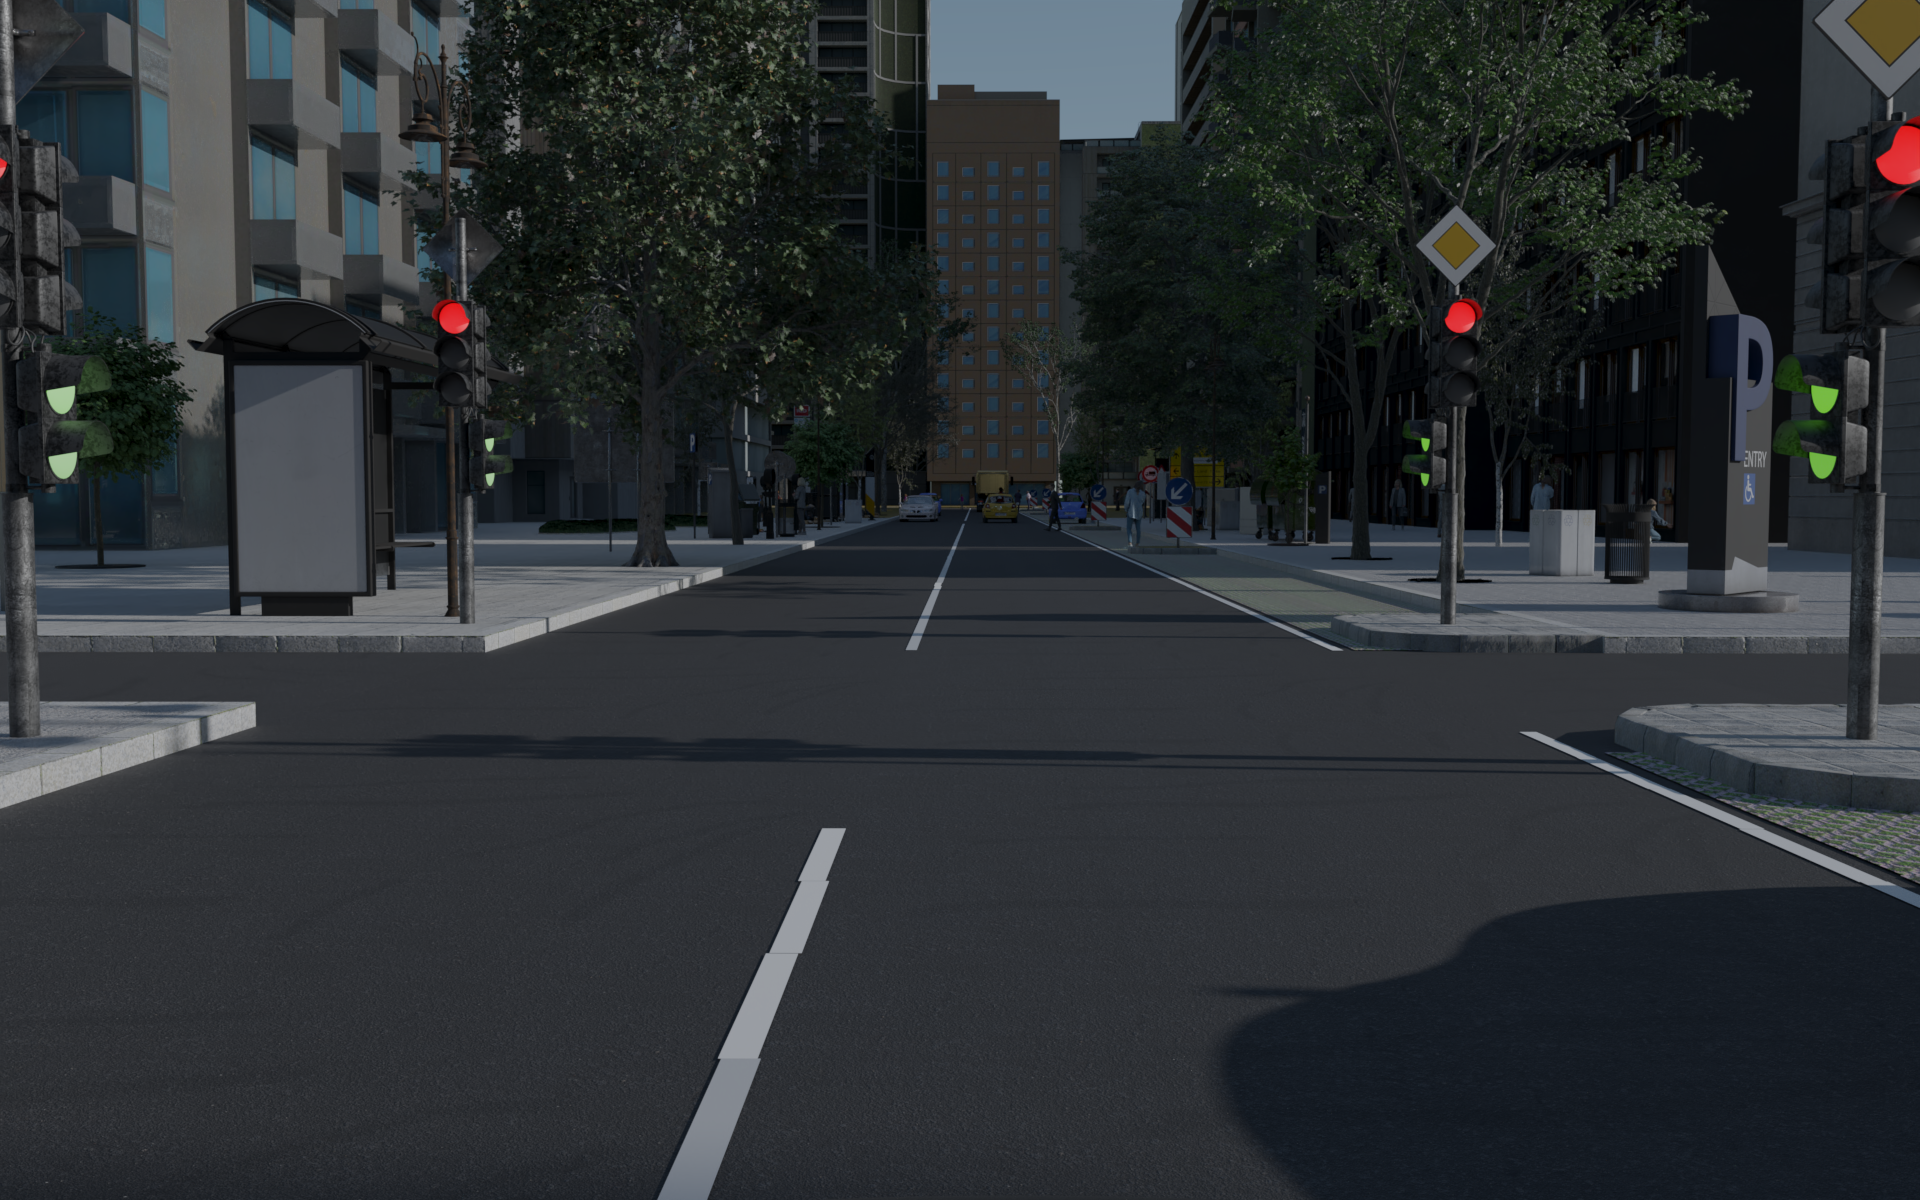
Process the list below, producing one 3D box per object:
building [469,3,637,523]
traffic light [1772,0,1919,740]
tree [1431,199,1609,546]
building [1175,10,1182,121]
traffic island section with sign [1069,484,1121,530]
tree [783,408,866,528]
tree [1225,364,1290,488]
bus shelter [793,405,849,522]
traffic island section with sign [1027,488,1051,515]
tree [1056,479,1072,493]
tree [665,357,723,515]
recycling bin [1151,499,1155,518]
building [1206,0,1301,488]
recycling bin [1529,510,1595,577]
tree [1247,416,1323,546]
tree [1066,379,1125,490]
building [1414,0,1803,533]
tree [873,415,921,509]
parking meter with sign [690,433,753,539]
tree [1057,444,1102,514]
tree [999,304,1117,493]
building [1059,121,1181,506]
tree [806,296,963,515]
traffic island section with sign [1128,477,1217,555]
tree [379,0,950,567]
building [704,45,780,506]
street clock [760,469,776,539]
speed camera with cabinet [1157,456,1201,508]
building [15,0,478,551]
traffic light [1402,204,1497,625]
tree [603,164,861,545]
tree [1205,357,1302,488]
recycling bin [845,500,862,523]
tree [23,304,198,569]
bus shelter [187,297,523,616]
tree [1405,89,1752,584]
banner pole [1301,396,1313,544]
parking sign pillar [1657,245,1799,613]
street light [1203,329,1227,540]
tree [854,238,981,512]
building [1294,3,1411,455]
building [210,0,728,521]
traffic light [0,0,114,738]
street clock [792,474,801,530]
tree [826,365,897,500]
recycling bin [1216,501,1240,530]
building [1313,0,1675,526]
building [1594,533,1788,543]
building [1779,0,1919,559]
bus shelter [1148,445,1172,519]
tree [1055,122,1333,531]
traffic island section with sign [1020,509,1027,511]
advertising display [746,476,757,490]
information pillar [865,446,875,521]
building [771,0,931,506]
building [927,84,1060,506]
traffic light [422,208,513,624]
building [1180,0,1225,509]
[{"bbox_3d":[-23.603,-24.306,80.990,14.154,41.232,14.086,0,4,1],"label":"building"},{"bbox_3d":[4.720,-1.227,8.988,0.839,4.253,0.868,0,4,1],"label":"traffic light"},{"bbox_3d":[13.216,-5.603,41.972,4.360,8.622,3.978,0,3,0],"label":"tree"},{"bbox_3d":[39.227,-39.989,195.811,28.212,58.520,21.231,0,4,1],"label":"building"},{"bbox_3d":[5.329,-3.670,68.638,1.989,1.847,2.006,0,4,1],"label":"traffic island section with sign"},{"bbox_3d":[-5.279,-5.050,66.286,4.285,4.588,4.351,0,3,0],"label":"tree"},{"bbox_3d":[15.285,-8.555,90.230,4.360,8.622,3.978,0,3,0],"label":"tree"},{"bbox_3d":[-6.339,-6.276,80.243,2.179,5.291,8.768,0,4,0],"label":"bus shelter"},{"bbox_3d":[5.809,-6.741,118.836,1.989,1.847,2.006,0,4,1],"label":"traffic island section with sign"},{"bbox_3d":[9.192,-9.596,151.501,1.663,3.219,1.824,0,3,0],"label":"tree"},{"bbox_3d":[-13.607,-8.456,88.619,4.360,8.622,3.978,0,3,0],"label":"tree"},{"bbox_3d":[10.589,-4.851,91.865,0.722,1.027,0.722,-3,5,-39],"label":"recycling bin"},{"bbox_3d":[28.898,-28.484,120.344,22.147,44.769,28.867,0,4,1],"label":"building"},{"bbox_3d":[9.501,-0.905,27.347,0.722,1.027,0.722,-1,4,-21],"label":"recycling bin"},{"bbox_3d":[8.229,-2.951,42.846,1.663,3.219,1.824,0,3,0],"label":"tree"},{"bbox_3d":[8.335,-9.370,103.567,4.737,8.622,4.395,0,3,0],"label":"tree"},{"bbox_3d":[23.973,-14.597,68.345,12.332,23.373,15.834,0,4,1],"label":"building"},{"bbox_3d":[-4.862,-11.478,138.021,4.360,8.622,3.978,0,3,0],"label":"tree"},{"bbox_3d":[-6.886,-3.294,50.125,1.738,3.016,0.543,-2,4,-25],"label":"parking meter with sign"},{"bbox_3d":[7.785,-7.833,111.783,4.285,4.588,4.351,0,3,0],"label":"tree"},{"bbox_3d":[10.777,-18.992,166.409,12.611,20.169,13.585,0,3,0],"label":"tree"},{"bbox_3d":[17.767,-31.168,193.188,14.086,41.232,14.154,0,4,1],"label":"building"},{"bbox_3d":[-4.865,-11.834,103.857,12.009,13.543,11.850,0,3,0],"label":"tree"},{"bbox_3d":[5.071,-2.022,41.684,1.989,1.847,2.006,0,4,1],"label":"traffic island section with sign"},{"bbox_3d":[-5.411,-6.944,30.541,9.611,12.733,9.660,0,3,0],"label":"tree"},{"bbox_3d":[-29.189,-33.831,142.371,27.495,52.752,28.713,0,4,1],"label":"building"},{"bbox_3d":[-5.425,-2.743,49.425,0.358,2.002,0.471,1,4,12],"label":"street clock"},{"bbox_3d":[9.180,-4.778,72.457,2.038,3.252,0.660,-3,4,-36],"label":"speed camera with cabinet"},{"bbox_3d":[-27.727,-26.359,50.575,23.786,49.044,30.456,0,4,1],"label":"building"},{"bbox_3d":[4.796,-1.716,16.973,0.839,4.253,0.868,0,4,1],"label":"traffic light"},{"bbox_3d":[-5.935,-6.682,43.659,7.601,10.594,8.767,1,4,19],"label":"tree"},{"bbox_3d":[13.344,-7.772,77.438,4.737,8.622,4.395,0,3,0],"label":"tree"},{"bbox_3d":[-4.673,-3.885,76.073,0.722,1.027,0.722,0,4,-1],"label":"recycling bin"},{"bbox_3d":[-15.015,-2.847,30.266,4.285,4.588,4.351,0,3,0],"label":"tree"},{"bbox_3d":[-6.919,-1.634,20.639,2.014,3.302,5.546,0,4,1],"label":"bus shelter"},{"bbox_3d":[7.079,-6.055,24.747,9.928,11.665,9.643,0,3,0],"label":"tree"},{"bbox_3d":[8.842,-3.330,44.464,0.401,3.779,0.863,0,4,-1],"label":"banner pole"},{"bbox_3d":[8.579,-1.882,19.248,1.447,3.967,1.447,3,5,44],"label":"parking sign pillar"},{"bbox_3d":[7.121,-4.632,48.523,0.468,5.910,1.993,0,4,1],"label":"street light"},{"bbox_3d":[-4.494,-16.522,126.028,12.611,20.169,13.585,0,3,0],"label":"tree"},{"bbox_3d":[26.339,-20.040,99.356,14.160,30.474,14.107,0,4,1],"label":"building"},{"bbox_3d":[-27.514,-29.807,106.955,23.786,49.044,30.456,0,4,1],"label":"building"},{"bbox_3d":[-4.941,-1.232,9.063,0.839,4.253,0.868,0,4,1],"label":"traffic light"},{"bbox_3d":[-5.779,-3.465,61.217,0.358,2.002,0.471,1,4,11],"label":"street clock"},{"bbox_3d":[-5.291,-8.585,90.725,4.737,8.622,4.395,0,3,0],"label":"tree"},{"bbox_3d":[9.542,-3.009,61.750,0.722,1.027,0.722,0,4,-4],"label":"recycling bin"},{"bbox_3d":[24.972,-15.563,84.141,12.332,23.373,15.834,0,4,1],"label":"building"},{"bbox_3d":[25.009,-13.621,52.386,12.332,23.373,15.834,0,4,1],"label":"building"},{"bbox_3d":[30.458,-11.700,33.092,24.055,21.916,13.314,0,4,1],"label":"building"},{"bbox_3d":[10.534,-5.820,86.439,1.731,3.624,6.357,0,4,0],"label":"bus shelter"},{"bbox_3d":[7.887,-9.349,59.512,9.857,13.997,8.962,0,3,0],"label":"tree"},{"bbox_3d":[6.061,-8.389,145.790,1.989,1.847,2.006,0,4,1],"label":"traffic island section with sign"},{"bbox_3d":[-7.494,-3.485,62.198,0.123,1.923,0.974,-1,4,-22],"label":"advertising display"},{"bbox_3d":[-4.353,-5.665,83.983,0.504,3.616,0.183,-2,4,-34],"label":"information pillar"},{"bbox_3d":[-13.810,-46.299,195.244,20.611,71.187,20.563,0,4,1],"label":"building"},{"bbox_3d":[3.622,-33.198,192.900,14.200,45.320,14.600,0,4,1],"label":"building"},{"bbox_3d":[-4.865,-1.720,17.048,0.839,4.253,0.868,0,4,1],"label":"traffic light"},{"bbox_3d":[30.374,-31.912,145.456,21.300,48.544,21.600,0,4,1],"label":"building"}]
